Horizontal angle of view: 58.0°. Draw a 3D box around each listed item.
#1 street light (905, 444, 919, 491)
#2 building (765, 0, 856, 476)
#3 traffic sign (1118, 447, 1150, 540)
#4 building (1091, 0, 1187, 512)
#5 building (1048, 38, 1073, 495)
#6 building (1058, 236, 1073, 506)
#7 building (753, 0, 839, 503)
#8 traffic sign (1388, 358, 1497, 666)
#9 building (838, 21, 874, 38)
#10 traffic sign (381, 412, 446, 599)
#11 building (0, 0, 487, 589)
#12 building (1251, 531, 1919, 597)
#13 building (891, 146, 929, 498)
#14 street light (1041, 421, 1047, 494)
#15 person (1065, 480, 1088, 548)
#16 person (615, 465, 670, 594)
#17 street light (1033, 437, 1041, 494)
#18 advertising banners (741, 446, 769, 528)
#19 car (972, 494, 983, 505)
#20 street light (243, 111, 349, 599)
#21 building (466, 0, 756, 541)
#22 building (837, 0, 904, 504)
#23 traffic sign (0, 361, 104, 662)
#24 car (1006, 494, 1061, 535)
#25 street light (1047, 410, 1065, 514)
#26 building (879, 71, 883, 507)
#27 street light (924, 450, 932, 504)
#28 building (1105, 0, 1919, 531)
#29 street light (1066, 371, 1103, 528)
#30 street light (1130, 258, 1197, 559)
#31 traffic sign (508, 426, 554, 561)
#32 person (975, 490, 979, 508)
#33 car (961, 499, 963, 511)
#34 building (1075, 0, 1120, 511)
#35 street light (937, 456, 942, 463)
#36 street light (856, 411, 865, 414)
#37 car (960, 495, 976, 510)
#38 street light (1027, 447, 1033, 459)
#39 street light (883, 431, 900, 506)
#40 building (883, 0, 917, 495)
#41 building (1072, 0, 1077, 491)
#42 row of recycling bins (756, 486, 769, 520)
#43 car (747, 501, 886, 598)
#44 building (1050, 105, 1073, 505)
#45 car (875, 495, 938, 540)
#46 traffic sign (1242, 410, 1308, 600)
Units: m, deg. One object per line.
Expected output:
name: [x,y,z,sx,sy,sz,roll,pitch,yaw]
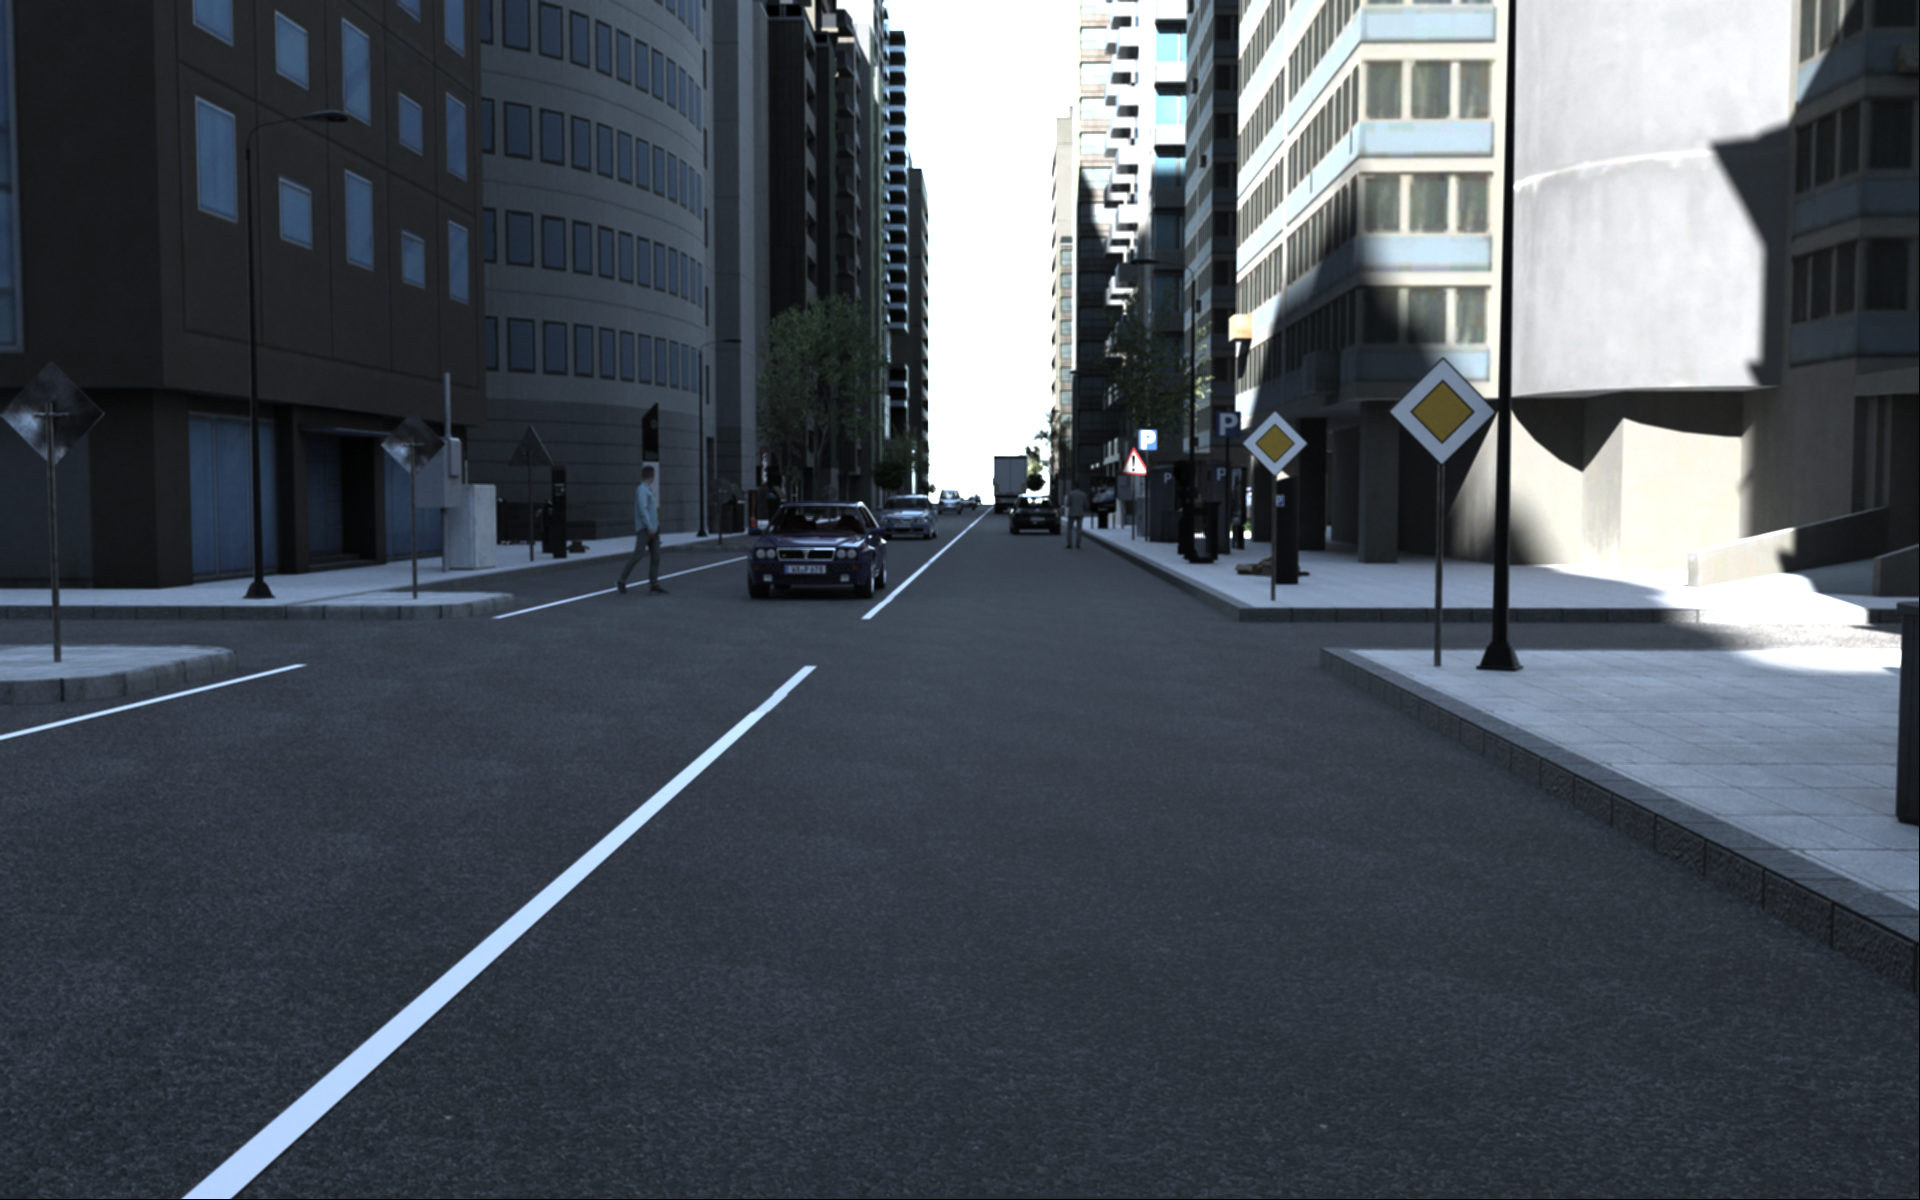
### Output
street light: [-4.463,-11.438,159.556,1.470,5.913,1.316,0,4,2]
building: [-19.220,-28.742,124.549,22.147,44.769,28.867,0,4,2]
traffic sign: [4.828,-2.946,48.178,0.884,2.594,0.081,0,4,7]
building: [20.822,-30.063,111.143,23.786,49.044,30.456,0,4,2]
building: [23.713,-56.589,237.894,22.319,86.520,31.000,0,4,2]
building: [18.123,-25.907,195.272,14.160,30.474,14.107,0,4,2]
building: [-14.979,-20.288,103.415,14.160,30.474,14.107,0,4,2]
traffic sign: [3.557,-0.563,12.848,0.795,2.450,0.064,0,4,2]
building: [-14.678,-28.292,146.167,14.154,41.232,14.086,0,4,2]
traffic sign: [-6.665,-1.070,21.134,0.795,2.450,0.064,0,4,2]
building: [-17.198,-23.166,28.879,14.600,45.320,14.200,0,4,2]
building: [18.831,-21.062,36.240,23.993,40.220,32.217,0,4,2]
building: [-15.470,-37.966,244.452,21.300,48.544,21.600,0,4,2]
street light: [6.060,-8.371,109.405,1.470,5.913,1.316,0,4,2]
person: [3.060,-2.283,46.020,0.606,1.804,0.583,-1,4,-19]
person: [-4.547,-1.008,24.835,0.748,1.841,0.638,1,4,11]
street light: [6.914,-10.274,140.525,1.470,5.913,1.316,0,4,2]
advertising banners: [-7.570,-4.094,63.116,0.090,3.025,2.074,2,4,31]
car: [2.149,-13.875,238.865,2.014,1.417,4.499,0,4,1]
street light: [-8.105,-2.974,21.162,1.470,5.913,1.316,0,4,2]
building: [-19.470,-31.541,57.700,21.231,58.520,28.212,0,4,2]
building: [-16.730,-46.081,191.673,20.563,71.187,20.611,0,4,2]
traffic sign: [-6.883,-0.582,13.152,0.795,2.450,0.064,0,4,2]
car: [2.692,-3.225,62.516,2.009,1.686,4.222,0,4,0]
street light: [5.694,-7.546,95.916,1.470,5.913,1.316,0,4,2]
building: [-14.677,-29.204,161.076,14.154,41.232,14.086,0,4,2]
street light: [-3.740,-12.731,180.686,1.470,5.913,1.316,0,4,2]
building: [22.931,-23.529,76.583,32.217,40.220,23.993,0,4,2]
street light: [4.817,-5.670,65.241,1.470,5.913,1.316,0,4,2]
street light: [4.051,-3.774,34.247,1.470,5.913,1.316,0,4,2]
traffic sign: [-8.170,-2.016,32.973,0.884,2.594,0.081,0,4,2]
person: [1.782,-10.746,184.179,0.705,1.826,1.348,-1,4,-16]
car: [-0.696,-8.346,146.245,2.009,1.686,4.222,0,4,3]
building: [15.946,-27.533,133.751,14.154,41.232,14.086,0,4,2]
street light: [-3.007,-14.607,211.365,1.470,5.913,1.316,0,4,2]
street light: [-6.056,-7.644,97.521,1.470,5.913,1.316,0,4,2]
car: [0.516,-8.783,156.186,1.945,1.354,3.894,0,4,1]
street light: [7.687,-12.176,171.622,1.470,5.913,1.316,0,4,2]
street light: [-5.144,-9.537,128.469,1.470,5.913,1.316,0,4,2]
building: [-16.365,-55.308,216.962,22.319,86.520,31.000,0,4,2]
building: [20.573,-37.461,154.479,21.231,58.520,28.212,0,4,2]
row of recycling bins: [-10.754,-4.824,85.983,3.534,1.692,1.069,3,5,41]
car: [-2.019,-0.764,25.064,1.945,1.354,3.894,0,4,1]
building: [22.041,-36.009,212.441,21.300,48.544,21.600,0,4,2]
car: [-1.689,-2.676,55.752,2.014,1.417,4.499,0,4,3]
traffic sign: [3.774,-1.051,20.830,0.795,2.450,0.064,0,4,2]
